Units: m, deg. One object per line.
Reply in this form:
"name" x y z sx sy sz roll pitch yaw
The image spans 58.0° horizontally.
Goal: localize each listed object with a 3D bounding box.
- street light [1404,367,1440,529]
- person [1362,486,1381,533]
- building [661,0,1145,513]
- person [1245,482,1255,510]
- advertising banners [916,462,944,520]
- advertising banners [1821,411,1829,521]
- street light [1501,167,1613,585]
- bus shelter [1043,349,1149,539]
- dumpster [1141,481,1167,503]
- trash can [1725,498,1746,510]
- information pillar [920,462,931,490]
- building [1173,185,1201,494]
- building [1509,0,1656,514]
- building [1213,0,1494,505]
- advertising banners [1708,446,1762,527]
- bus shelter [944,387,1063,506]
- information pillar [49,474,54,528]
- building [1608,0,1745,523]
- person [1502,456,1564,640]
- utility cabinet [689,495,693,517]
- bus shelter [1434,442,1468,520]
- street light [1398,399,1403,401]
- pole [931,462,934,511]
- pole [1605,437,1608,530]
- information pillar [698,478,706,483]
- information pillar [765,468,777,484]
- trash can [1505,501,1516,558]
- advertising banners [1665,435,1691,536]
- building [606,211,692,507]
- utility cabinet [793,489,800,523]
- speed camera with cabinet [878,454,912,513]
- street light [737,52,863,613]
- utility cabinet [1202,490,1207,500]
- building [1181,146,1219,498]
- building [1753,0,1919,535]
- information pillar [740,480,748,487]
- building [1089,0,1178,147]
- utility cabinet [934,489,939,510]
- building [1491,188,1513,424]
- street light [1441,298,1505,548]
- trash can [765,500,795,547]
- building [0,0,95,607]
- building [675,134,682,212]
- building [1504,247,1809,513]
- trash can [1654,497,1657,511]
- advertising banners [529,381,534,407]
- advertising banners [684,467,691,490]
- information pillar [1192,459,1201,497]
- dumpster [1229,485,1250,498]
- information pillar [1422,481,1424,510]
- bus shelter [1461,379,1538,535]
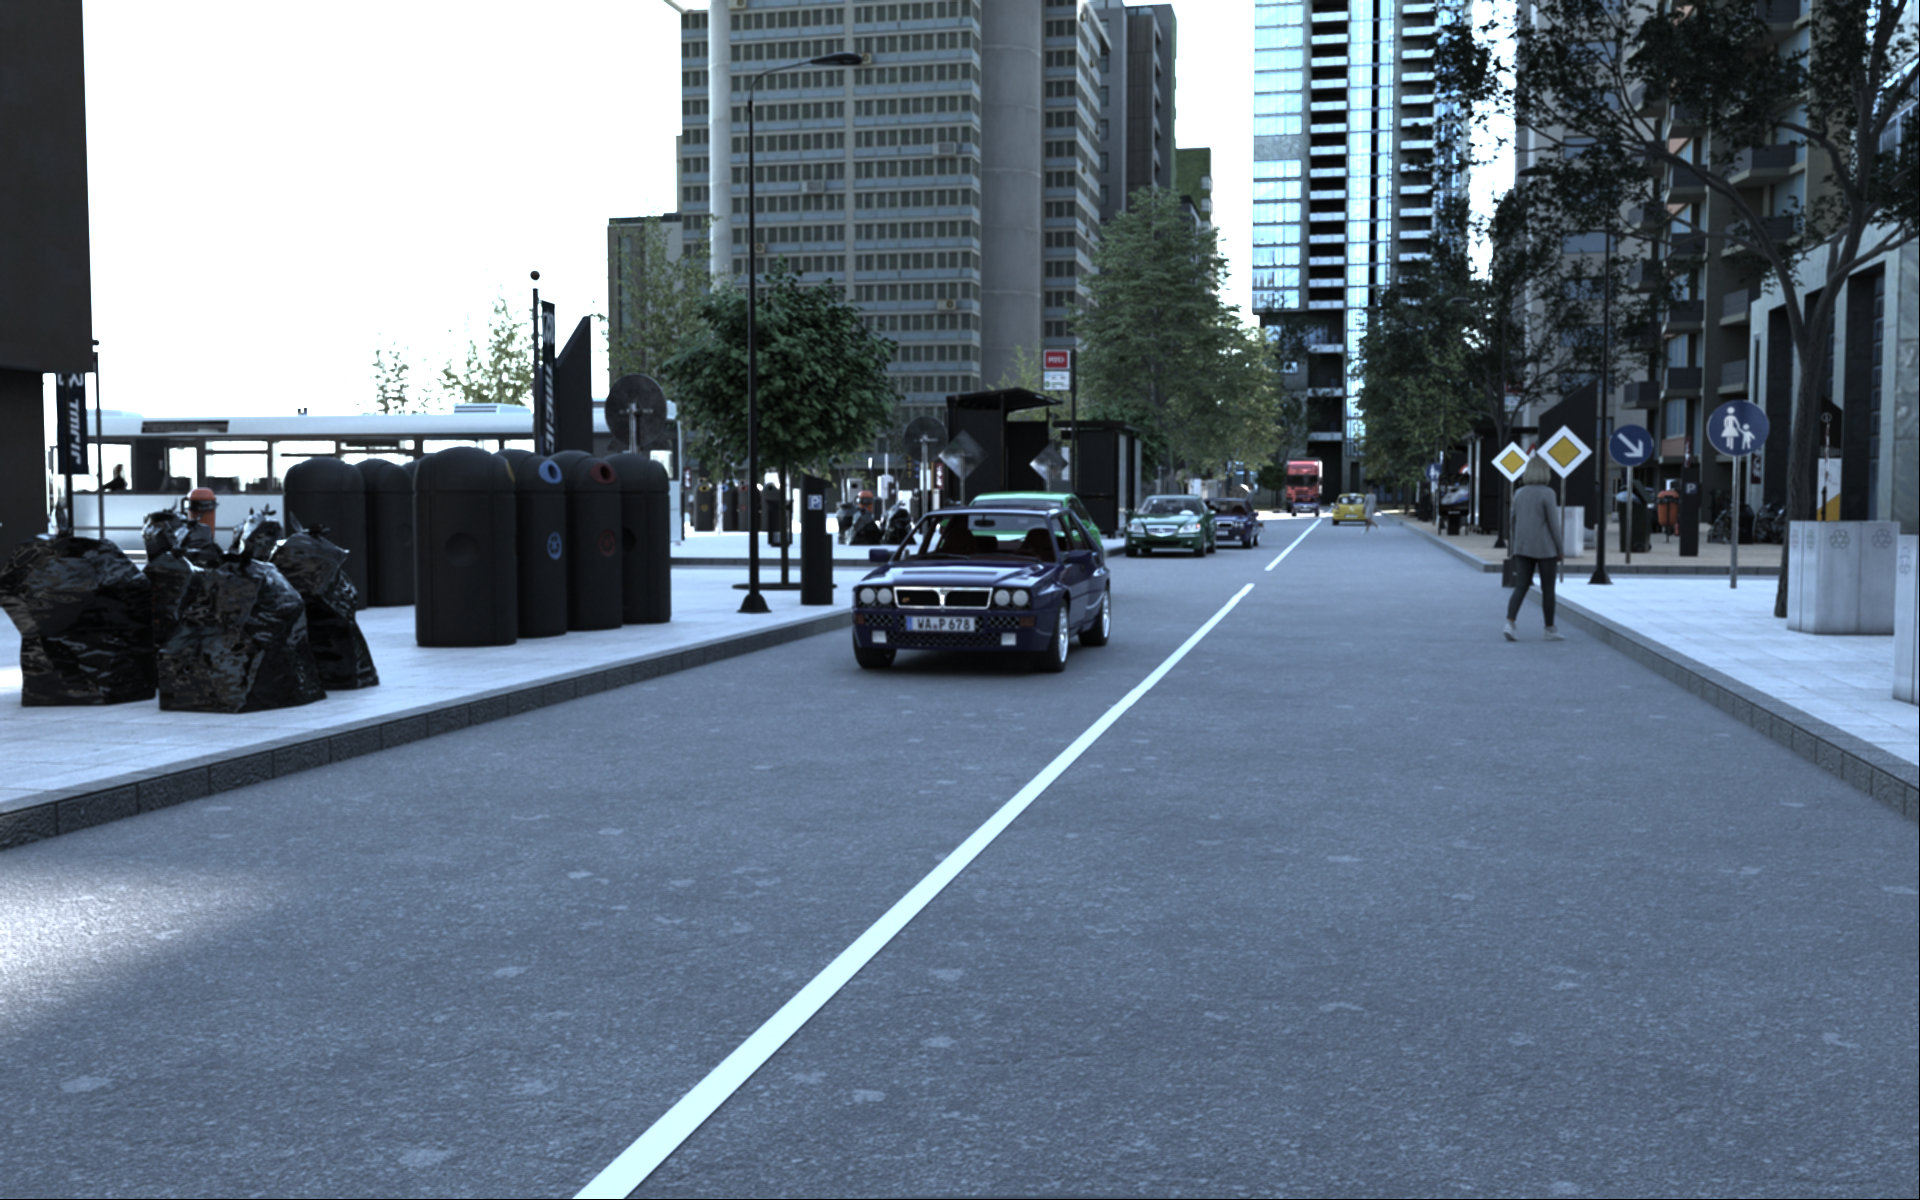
"street light" 17.090 -5.543 63.170 1.470 5.913 1.316 1 4 13
"person" 14.977 -3.289 63.033 0.760 1.731 0.466 2 4 34
"building" -2.996 -26.471 124.687 32.217 40.220 23.993 1 4 13
"person" 8.886 -2.753 53.779 0.573 1.790 0.520 -1 4 -9
"advertising banners" -0.468 -3.615 55.286 2.074 3.025 0.090 -2 4 -28
"advertising banners" 17.970 -2.433 35.968 0.090 3.025 2.074 2 4 28
"street light" 8.607 -3.187 24.652 1.470 5.913 1.316 1 4 13
"bus shelter" 3.946 -4.459 50.535 2.179 5.291 8.768 1 4 13
"dumpster" 7.986 -4.109 72.945 1.264 1.857 1.865 1 4 13
"trash can" 26.954 -2.970 60.215 0.748 1.137 0.748 0 3 0
"information pillar" -1.175 -4.175 59.624 0.183 3.616 0.504 -3 5 -40
"building" 16.369 -24.412 170.842 14.107 30.474 14.160 1 4 13
"building" 50.350 -35.520 122.759 21.231 58.520 28.212 1 4 13
"building" 46.682 -54.551 204.573 31.000 86.520 22.319 1 4 13
"advertising banners" 21.064 -3.103 46.926 2.074 3.025 0.090 -2 4 -26
"bus shelter" 1.118 -3.060 41.313 1.731 3.624 6.357 1 4 13
"information pillar" -33.821 -3.687 64.778 0.304 2.012 0.304 3 4 37
"building" 44.183 -26.129 81.831 22.147 44.769 28.867 1 4 13
"person" 5.577 -0.509 17.007 0.728 1.800 0.709 -2 4 -32
"utility cabinet" -14.487 -5.185 95.929 1.020 1.237 0.306 0 4 1
"bus shelter" 23.320 -5.527 81.643 1.731 3.624 6.357 1 4 13
"street light" 21.927 -6.844 84.442 1.470 5.913 1.316 1 4 13
"pole" -1.108 -4.403 65.835 0.158 3.312 0.155 0 3 0
"pole" 23.171 -4.185 62.272 0.158 3.312 0.155 0 3 0
"information pillar" -11.805 -4.589 79.523 0.304 2.012 0.304 1 4 14
"information pillar" -7.322 -4.644 67.285 0.504 3.616 0.183 0 4 7
"trash can" 10.904 -1.334 33.457 0.748 1.137 0.748 0 3 0
"advertising banners" 21.845 -3.455 52.681 0.090 3.025 2.074 0 4 5
"building" -27.534 -25.019 180.758 14.107 30.474 14.160 1 4 13
"utility cabinet" -7.111 -4.156 76.626 0.318 1.500 1.173 -1 4 -16
"speed camera with cabinet" -2.967 -5.550 85.083 2.038 3.252 0.660 -1 4 -14
"street light" -1.705 -2.810 18.482 1.470 5.913 1.316 1 4 13
"utility cabinet" 14.891 -5.921 105.490 0.318 1.500 1.173 1 4 12
"building" 23.537 -32.066 207.868 14.086 41.232 14.154 1 4 13
"building" 37.988 -44.664 42.924 31.000 86.520 22.319 1 4 13
"information pillar" -11.262 -5.250 90.328 0.304 2.012 0.304 1 4 20
"building" 9.948 -28.007 141.506 14.154 41.232 14.086 1 4 13
"utility cabinet" -0.702 -4.031 74.580 1.173 1.500 0.318 -1 4 -21
"building" 75.659 -31.400 205.274 23.993 40.220 32.217 1 4 13
"street light" 12.316 -4.194 41.116 1.470 5.913 1.316 1 4 13
"trash can" -4.368 -1.859 42.044 0.748 1.137 0.748 0 3 0
"building" -18.651 -22.260 14.054 14.200 45.320 14.600 1 4 13
"building" -22.175 -36.498 220.446 21.600 48.544 21.300 1 4 13
"building" 58.237 -51.265 150.857 22.319 86.520 31.000 1 4 13
"trash can" 30.591 -3.933 75.962 0.748 1.137 0.748 0 3 0
"advertising banners" -6.622 -1.942 27.947 0.090 3.025 2.074 0 4 3
"advertising banners" -16.906 -7.096 112.206 2.074 3.025 0.090 -1 4 -22
"information pillar" 12.842 -6.270 93.863 0.504 3.616 0.183 0 4 -3
"dumpster" 17.343 -6.241 107.806 1.264 1.857 1.865 1 4 13
"information pillar" 26.208 -5.714 97.920 0.304 2.012 0.304 0 4 5
"bus shelter" 18.061 -4.926 58.168 2.179 5.291 8.768 1 4 13
